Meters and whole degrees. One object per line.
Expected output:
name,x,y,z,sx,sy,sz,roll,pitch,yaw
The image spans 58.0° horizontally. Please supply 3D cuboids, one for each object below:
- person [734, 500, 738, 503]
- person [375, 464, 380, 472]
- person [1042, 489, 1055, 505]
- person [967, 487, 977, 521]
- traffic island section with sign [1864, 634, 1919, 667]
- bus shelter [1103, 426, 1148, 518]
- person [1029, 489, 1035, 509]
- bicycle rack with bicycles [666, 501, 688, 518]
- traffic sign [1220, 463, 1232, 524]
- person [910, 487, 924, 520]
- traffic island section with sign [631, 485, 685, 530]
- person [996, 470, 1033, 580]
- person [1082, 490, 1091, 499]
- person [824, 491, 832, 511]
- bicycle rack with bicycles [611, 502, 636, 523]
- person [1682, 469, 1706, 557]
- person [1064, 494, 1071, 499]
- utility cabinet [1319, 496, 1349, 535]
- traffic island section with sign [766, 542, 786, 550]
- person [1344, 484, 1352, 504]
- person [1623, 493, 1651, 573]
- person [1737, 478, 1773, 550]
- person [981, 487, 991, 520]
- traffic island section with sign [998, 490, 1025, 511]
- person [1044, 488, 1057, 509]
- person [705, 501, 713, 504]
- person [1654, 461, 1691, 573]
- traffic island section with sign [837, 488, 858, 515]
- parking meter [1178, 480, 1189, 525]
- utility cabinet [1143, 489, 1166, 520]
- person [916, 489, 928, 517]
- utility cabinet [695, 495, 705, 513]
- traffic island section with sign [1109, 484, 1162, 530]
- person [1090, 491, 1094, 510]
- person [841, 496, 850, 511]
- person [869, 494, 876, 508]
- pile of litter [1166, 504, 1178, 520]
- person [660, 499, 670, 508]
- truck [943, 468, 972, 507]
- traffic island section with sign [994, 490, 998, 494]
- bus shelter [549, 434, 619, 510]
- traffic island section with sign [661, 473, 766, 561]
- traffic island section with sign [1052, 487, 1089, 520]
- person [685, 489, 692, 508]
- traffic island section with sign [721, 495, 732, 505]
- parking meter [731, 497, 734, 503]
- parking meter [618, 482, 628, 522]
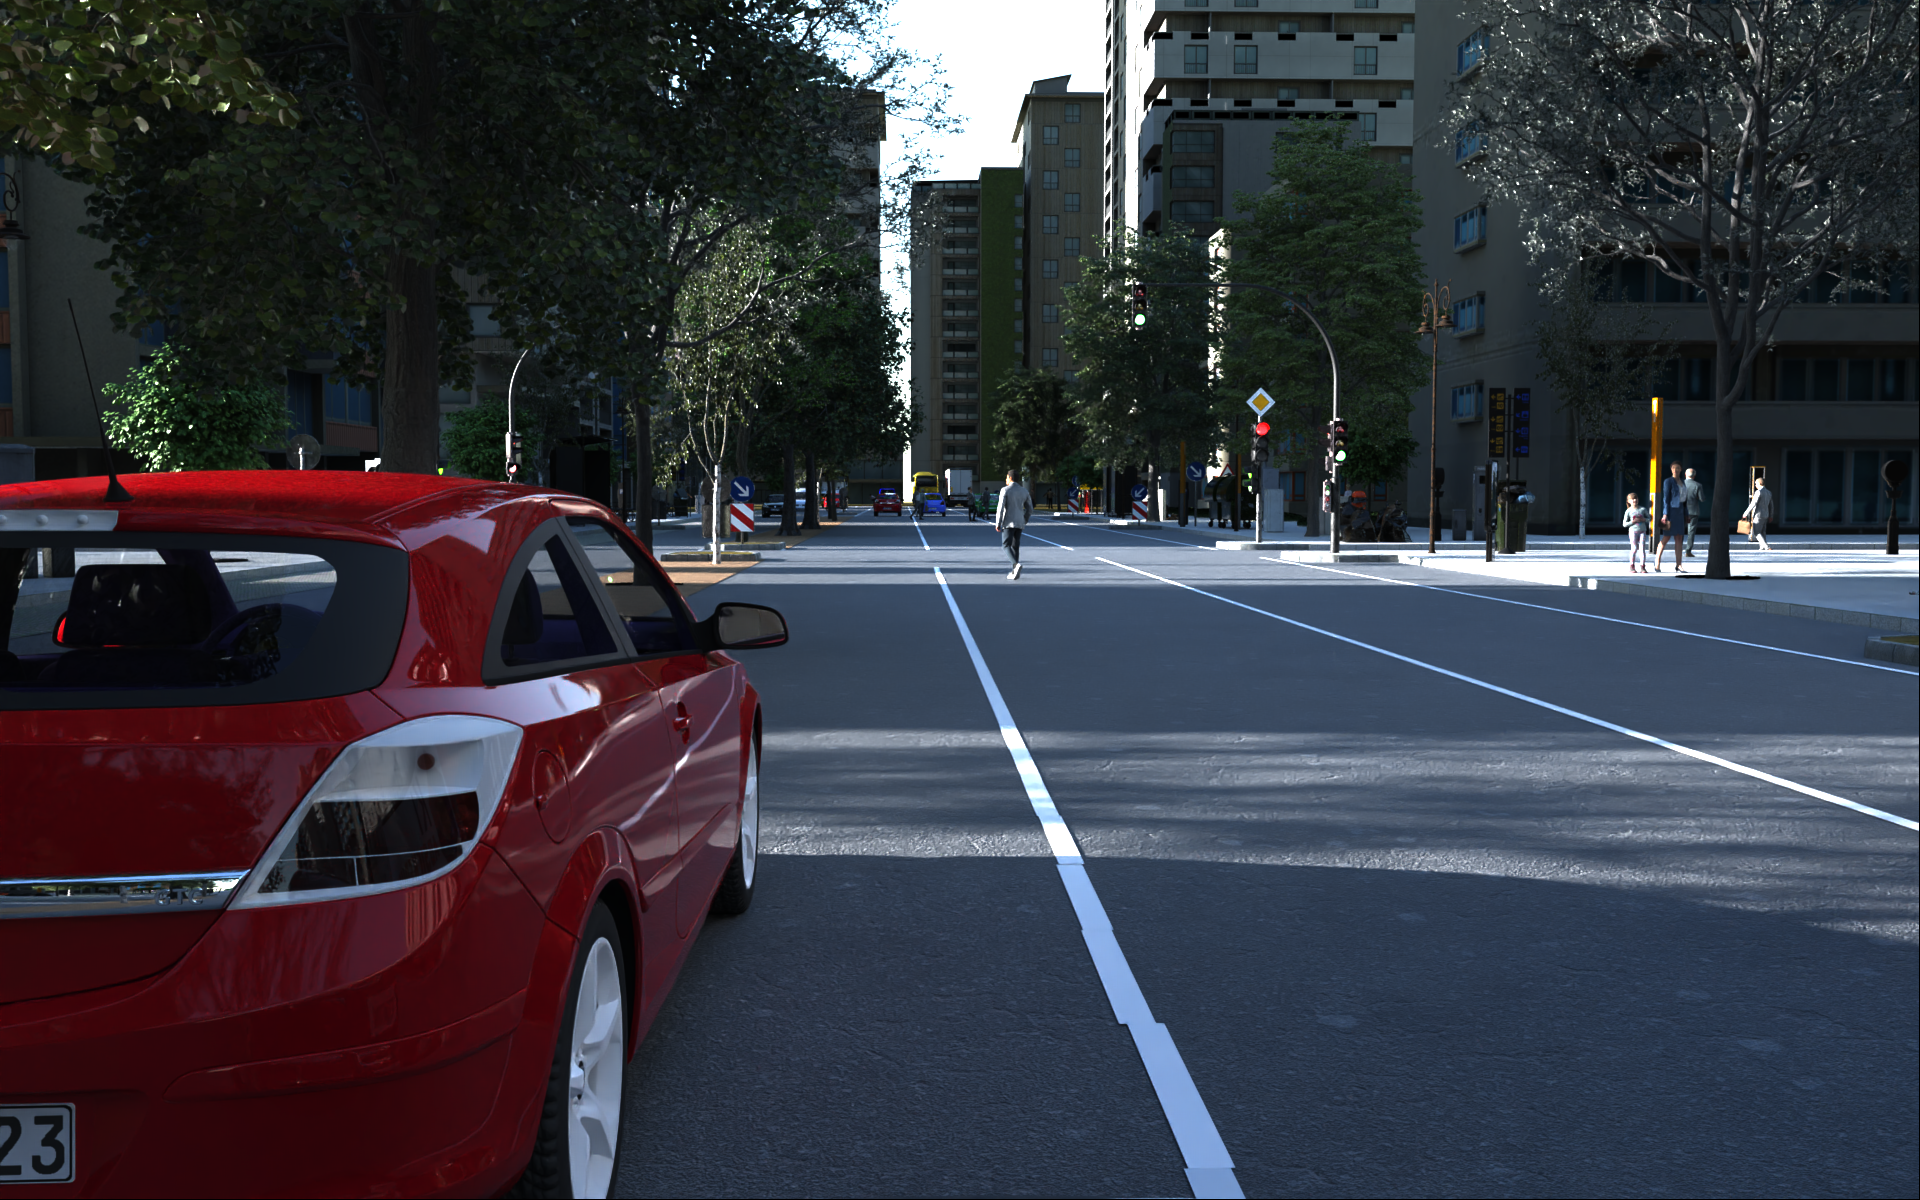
person,-14.251,-5.909,110.125,0.382,1.210,0.505,2,4,27
person,-8.867,-1.156,26.764,0.474,1.900,0.648,2,4,33
person,8.534,-9.795,167.007,1.217,1.723,0.721,1,4,18
person,0.637,-5.019,90.735,0.592,1.802,0.473,-2,4,-30
traffic island section with sign,8.933,-0.373,14.730,1.989,1.847,2.006,0,4,-2
bus shelter,9.081,-7.334,97.550,2.179,5.291,8.768,0,4,-2
person,6.254,-8.919,152.394,0.750,1.759,0.617,1,4,23
bicycle rack with bicycles,-16.307,-4.972,94.675,2.925,0.926,2.852,-2,4,-35
traffic sign,11.300,-4.478,73.225,0.884,2.594,0.081,0,4,4
person,-2.406,-5.376,96.505,0.850,1.850,0.679,1,4,18
traffic island section with sign,-12.114,-3.733,69.666,1.989,1.847,2.006,0,4,-2
person,0.942,-1.270,29.113,0.661,1.843,0.795,-2,4,-26
person,9.682,-7.633,131.551,0.721,1.736,1.217,-2,4,-31
person,-11.020,-8.323,145.408,0.721,1.723,1.217,3,5,41
bicycle rack with bicycles,-15.732,-3.977,78.408,2.925,0.926,2.852,-1,4,-20
person,14.919,-1.787,35.444,0.661,1.801,0.590,2,4,34
person,12.091,-11.361,191.423,1.348,1.869,0.705,3,5,41
utility cabinet,11.673,-2.626,54.104,1.020,1.237,0.306,-2,4,-31
traffic island section with sign,-5.590,-2.250,44.920,2.006,1.907,1.989,0,4,-2
person,17.530,-4.328,77.470,0.598,1.740,0.731,3,4,36
person,11.034,-1.092,28.172,0.425,1.301,0.394,-1,4,-10
person,18.679,-1.947,40.461,0.709,1.813,0.853,-2,4,-35
person,1.481,-5.390,96.733,0.850,1.850,0.679,-3,5,-44
traffic island section with sign,4.522,-8.526,148.022,1.989,1.847,2.006,0,4,-2
person,8.060,-9.046,153.951,1.348,1.823,0.705,2,4,25
person,-13.545,-5.212,94.384,0.731,1.740,0.598,-1,4,-13
person,11.623,-1.356,28.236,0.581,1.822,0.654,-1,4,-11
traffic island section with sign,-8.088,-6.843,120.017,2.006,1.907,1.989,0,4,-2
parking meter,9.330,-4.069,72.244,0.399,1.863,0.255,-1,4,-15
utility cabinet,9.347,-4.561,83.258,1.173,1.500,0.318,3,5,41
person,-2.340,-6.077,108.340,0.782,1.767,0.515,3,4,37
utility cabinet,-17.536,-6.544,118.150,1.020,1.237,0.306,0,4,-8
traffic island section with sign,7.093,-3.781,70.455,1.989,1.847,2.006,0,4,-2
person,10.648,-8.141,140.614,0.415,1.643,0.593,0,4,-1
person,-9.497,-8.206,143.193,0.721,1.766,1.217,3,4,39
person,-8.907,-10.086,176.600,0.628,1.438,0.799,3,4,37
pile of litter,10.334,-4.380,85.581,1.719,0.858,1.176,-2,4,-31
person,-16.691,-5.574,97.364,0.728,1.800,0.709,1,4,14
truck,-0.235,-12.296,189.953,2.839,4.237,11.283,0,4,-3
traffic island section with sign,3.631,-10.173,174.963,1.989,1.847,2.006,0,4,-2
bus shelter,-15.389,-4.887,71.187,1.731,3.624,6.357,0,4,-2
traffic island section with sign,-5.354,-1.797,37.517,2.006,1.907,1.989,0,4,-2
traffic island section with sign,6.190,-5.437,97.521,1.989,1.847,2.006,0,4,-2
person,-25.850,-9.586,163.491,1.217,1.735,0.721,-3,4,-38
traffic island section with sign,-13.014,-5.398,96.893,1.989,1.847,2.006,0,4,-2
parking meter,-15.635,-6.810,119.757,0.372,1.533,0.369,0,3,0
parking meter,-15.768,-4.601,80.943,0.399,1.863,0.255,1,4,10
